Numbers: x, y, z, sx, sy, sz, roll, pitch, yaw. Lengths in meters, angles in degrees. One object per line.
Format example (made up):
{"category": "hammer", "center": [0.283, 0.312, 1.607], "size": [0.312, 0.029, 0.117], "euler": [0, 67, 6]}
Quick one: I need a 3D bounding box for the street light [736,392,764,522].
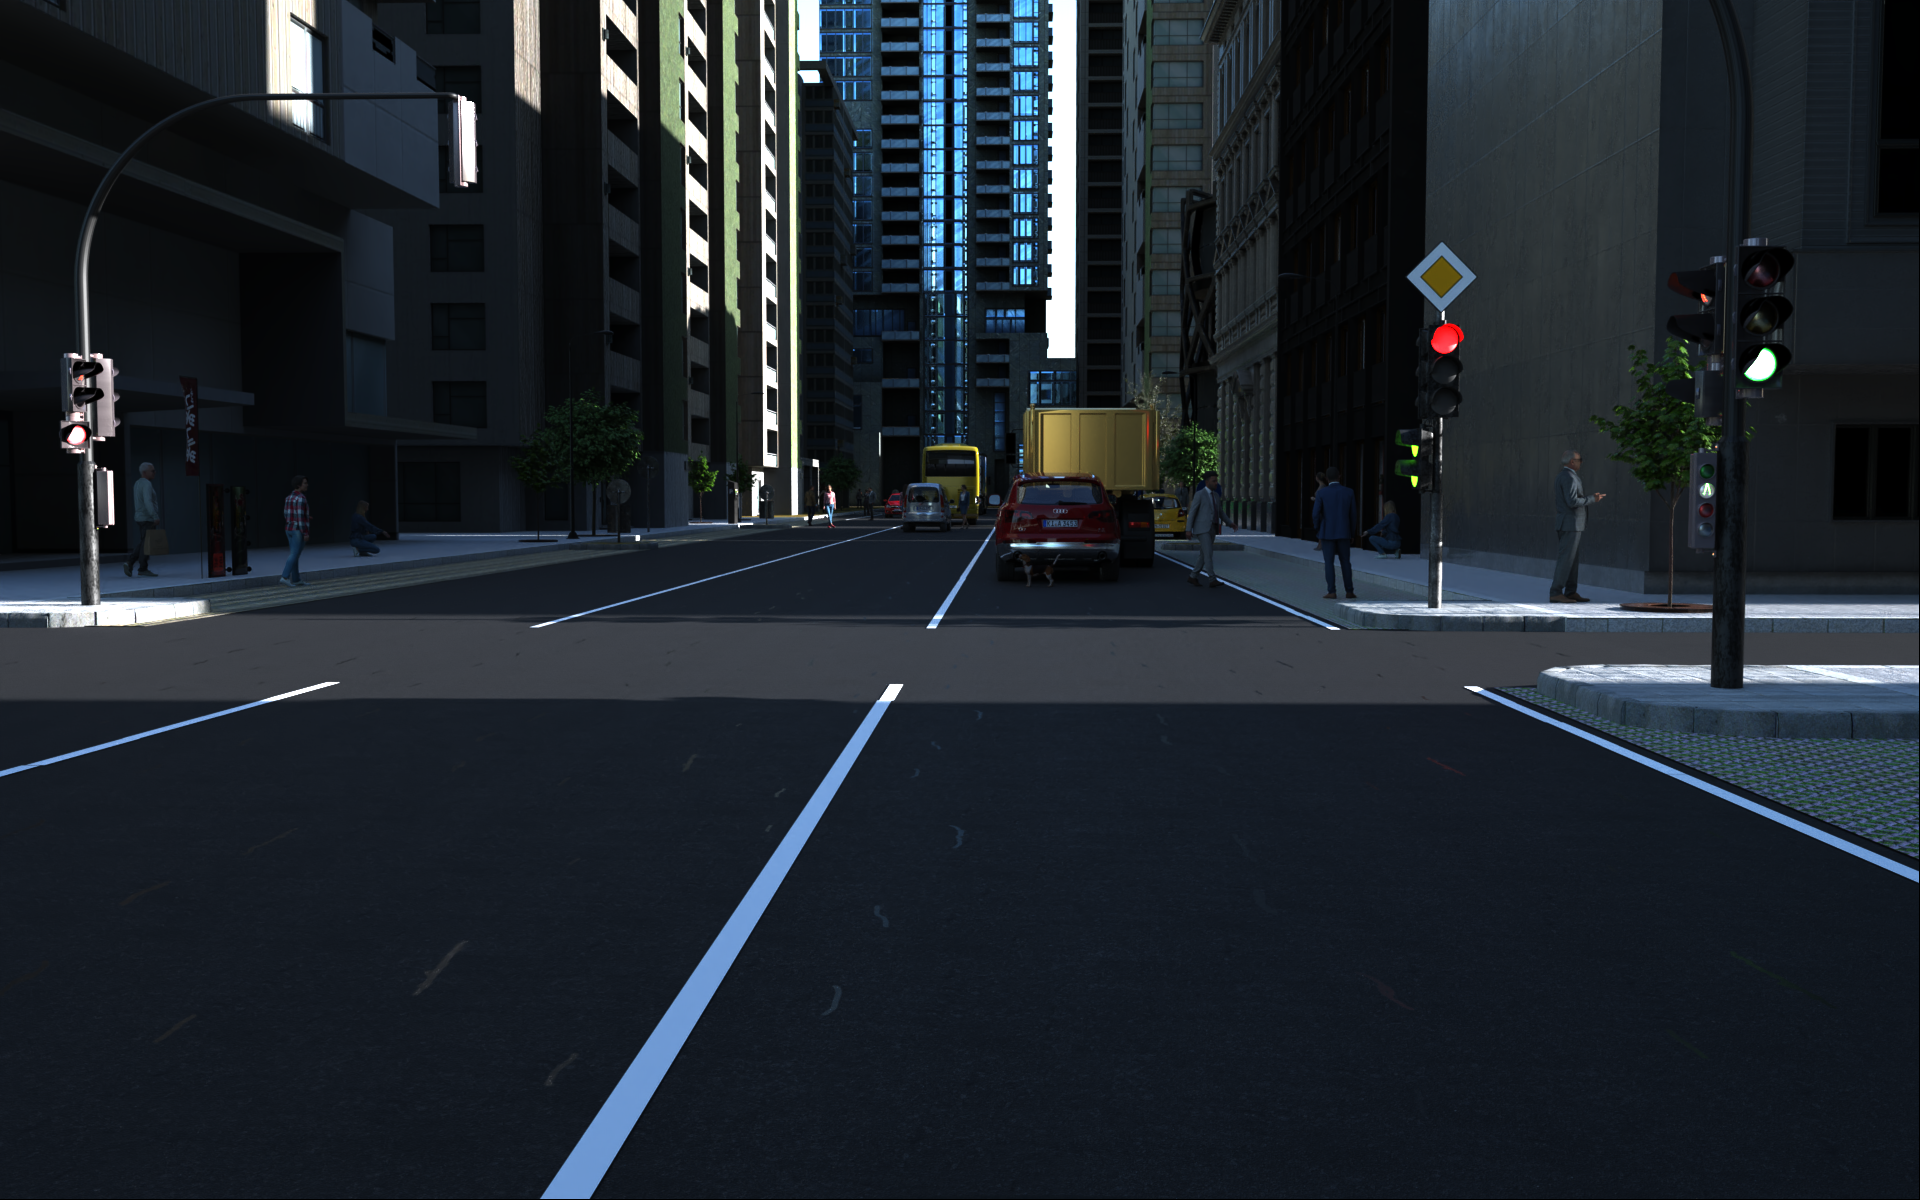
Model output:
{"category": "street light", "center": [-9.592, -6.496, 78.751], "size": [1.470, 5.913, 1.316], "euler": [0, 4, 2]}

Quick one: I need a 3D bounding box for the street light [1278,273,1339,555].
{"category": "street light", "center": [7.384, -3.916, 36.564], "size": [1.470, 5.913, 1.316], "euler": [0, 4, 2]}

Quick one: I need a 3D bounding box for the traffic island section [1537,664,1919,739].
{"category": "traffic island section", "center": [5.108, 0.658, 11.527], "size": [2.009, 0.180, 2.903], "euler": [0, 4, 2]}

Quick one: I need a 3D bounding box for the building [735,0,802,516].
{"category": "building", "center": [-17.262, -25.604, 102.216], "size": [14.154, 41.232, 14.086], "euler": [0, 4, 2]}

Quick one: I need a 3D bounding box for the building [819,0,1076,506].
{"category": "building", "center": [-3.039, -53.596, 188.959], "size": [31.000, 86.520, 22.319], "euler": [0, 4, 2]}

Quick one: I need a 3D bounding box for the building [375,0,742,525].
{"category": "building", "center": [-18.857, -19.140, 84.636], "size": [14.160, 30.474, 14.107], "euler": [0, 4, 2]}

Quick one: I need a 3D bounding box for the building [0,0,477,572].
{"category": "building", "center": [-27.181, -27.165, 33.386], "size": [28.713, 52.752, 27.495], "euler": [0, 4, 2]}

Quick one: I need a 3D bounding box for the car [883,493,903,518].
{"category": "car", "center": [-3.546, -5.877, 105.133], "size": [2.155, 1.783, 4.494], "euler": [0, 4, 3]}

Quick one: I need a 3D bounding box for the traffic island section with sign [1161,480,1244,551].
{"category": "traffic island section with sign", "center": [6.201, -2.194, 44.498], "size": [1.989, 1.847, 2.006], "euler": [0, 4, 2]}

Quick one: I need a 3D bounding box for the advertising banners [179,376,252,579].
{"category": "advertising banners", "center": [-11.466, -1.865, 26.680], "size": [0.090, 3.025, 2.074], "euler": [0, 4, 3]}

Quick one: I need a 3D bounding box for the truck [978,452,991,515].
{"category": "truck", "center": [0.579, -8.111, 121.531], "size": [2.839, 4.237, 11.283], "euler": [0, 4, 3]}

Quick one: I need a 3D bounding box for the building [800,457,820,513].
{"category": "building", "center": [-20.526, -41.656, 119.325], "size": [20.563, 71.187, 20.611], "euler": [0, 4, 2]}

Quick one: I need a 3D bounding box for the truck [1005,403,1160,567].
{"category": "truck", "center": [2.677, -2.552, 37.653], "size": [3.469, 3.379, 9.791], "euler": [0, 4, 2]}

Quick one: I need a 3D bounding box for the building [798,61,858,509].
{"category": "building", "center": [-21.675, -28.301, 154.601], "size": [23.993, 40.220, 32.217], "euler": [0, 4, 2]}

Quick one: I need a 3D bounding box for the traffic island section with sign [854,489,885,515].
{"category": "traffic island section with sign", "center": [-6.376, -6.937, 122.053], "size": [1.989, 1.847, 2.006], "euler": [0, 4, 2]}

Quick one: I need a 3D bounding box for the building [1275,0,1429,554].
{"category": "building", "center": [15.490, -13.107, 43.978], "size": [12.332, 23.373, 15.834], "euler": [0, 4, 2]}

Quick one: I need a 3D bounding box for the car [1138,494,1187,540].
{"category": "car", "center": [6.332, -2.783, 55.719], "size": [2.015, 1.641, 3.980], "euler": [0, 4, 3]}

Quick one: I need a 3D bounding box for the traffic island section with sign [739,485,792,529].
{"category": "traffic island section with sign", "center": [-8.035, -3.873, 71.944], "size": [1.989, 1.847, 2.006], "euler": [0, 4, 2]}

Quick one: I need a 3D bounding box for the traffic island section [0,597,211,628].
{"category": "traffic island section", "center": [-10.064, 0.139, 20.016], "size": [2.009, 0.180, 2.903], "euler": [0, 4, 2]}

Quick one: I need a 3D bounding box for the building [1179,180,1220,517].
{"category": "building", "center": [19.276, -13.360, 85.886], "size": [16.820, 18.784, 16.811], "euler": [0, 4, 2]}

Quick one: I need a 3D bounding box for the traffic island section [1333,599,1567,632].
{"category": "traffic island section", "center": [5.369, 0.170, 19.508], "size": [2.009, 0.180, 2.903], "euler": [0, 4, 2]}

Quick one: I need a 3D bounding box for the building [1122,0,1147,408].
{"category": "building", "center": [26.798, -33.285, 133.444], "size": [28.713, 52.752, 27.495], "euler": [0, 4, 2]}

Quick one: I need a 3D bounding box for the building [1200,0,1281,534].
{"category": "building", "center": [15.093, -14.255, 61.940], "size": [11.050, 23.489, 19.941], "euler": [0, 4, 2]}

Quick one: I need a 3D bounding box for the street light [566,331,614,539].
{"category": "street light", "center": [-10.536, -4.698, 49.357], "size": [1.470, 5.913, 1.316], "euler": [0, 4, 2]}

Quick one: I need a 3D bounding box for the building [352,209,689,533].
{"category": "building", "center": [-18.221, -17.788, 62.537], "size": [14.160, 30.474, 14.107], "euler": [0, 4, 2]}

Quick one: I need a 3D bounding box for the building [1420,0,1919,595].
{"category": "building", "center": [23.833, -12.673, 26.265], "size": [30.058, 24.678, 14.314], "euler": [0, 4, 2]}

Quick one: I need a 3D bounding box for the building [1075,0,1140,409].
{"category": "building", "center": [23.052, -45.835, 187.646], "size": [20.611, 71.187, 20.563], "euler": [0, 4, 2]}

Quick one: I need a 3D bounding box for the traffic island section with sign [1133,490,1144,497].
{"category": "traffic island section with sign", "center": [7.078, -3.842, 71.439], "size": [1.989, 1.847, 2.006], "euler": [0, 4, 2]}

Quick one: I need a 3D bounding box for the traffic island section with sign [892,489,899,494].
{"category": "traffic island section with sign", "center": [-5.509, -8.585, 148.994], "size": [1.989, 1.847, 2.006], "euler": [0, 4, 2]}

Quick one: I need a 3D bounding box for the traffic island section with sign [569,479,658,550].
{"category": "traffic island section with sign", "center": [-8.923, -2.222, 44.960], "size": [1.989, 1.847, 2.006], "euler": [0, 4, 2]}

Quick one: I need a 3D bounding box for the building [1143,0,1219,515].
{"category": "building", "center": [18.991, -26.253, 112.826], "size": [14.154, 41.232, 14.086], "euler": [0, 4, 2]}

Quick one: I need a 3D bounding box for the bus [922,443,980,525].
{"category": "bus", "center": [-0.417, -5.569, 82.594], "size": [2.896, 3.916, 12.252], "euler": [0, 3, 0]}

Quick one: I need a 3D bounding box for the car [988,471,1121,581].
{"category": "car", "center": [1.631, -1.309, 30.074], "size": [2.281, 1.827, 5.304], "euler": [0, 4, 1]}

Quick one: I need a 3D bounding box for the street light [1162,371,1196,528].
{"category": "street light", "center": [8.314, -5.683, 65.457], "size": [1.470, 5.913, 1.316], "euler": [0, 4, 2]}
